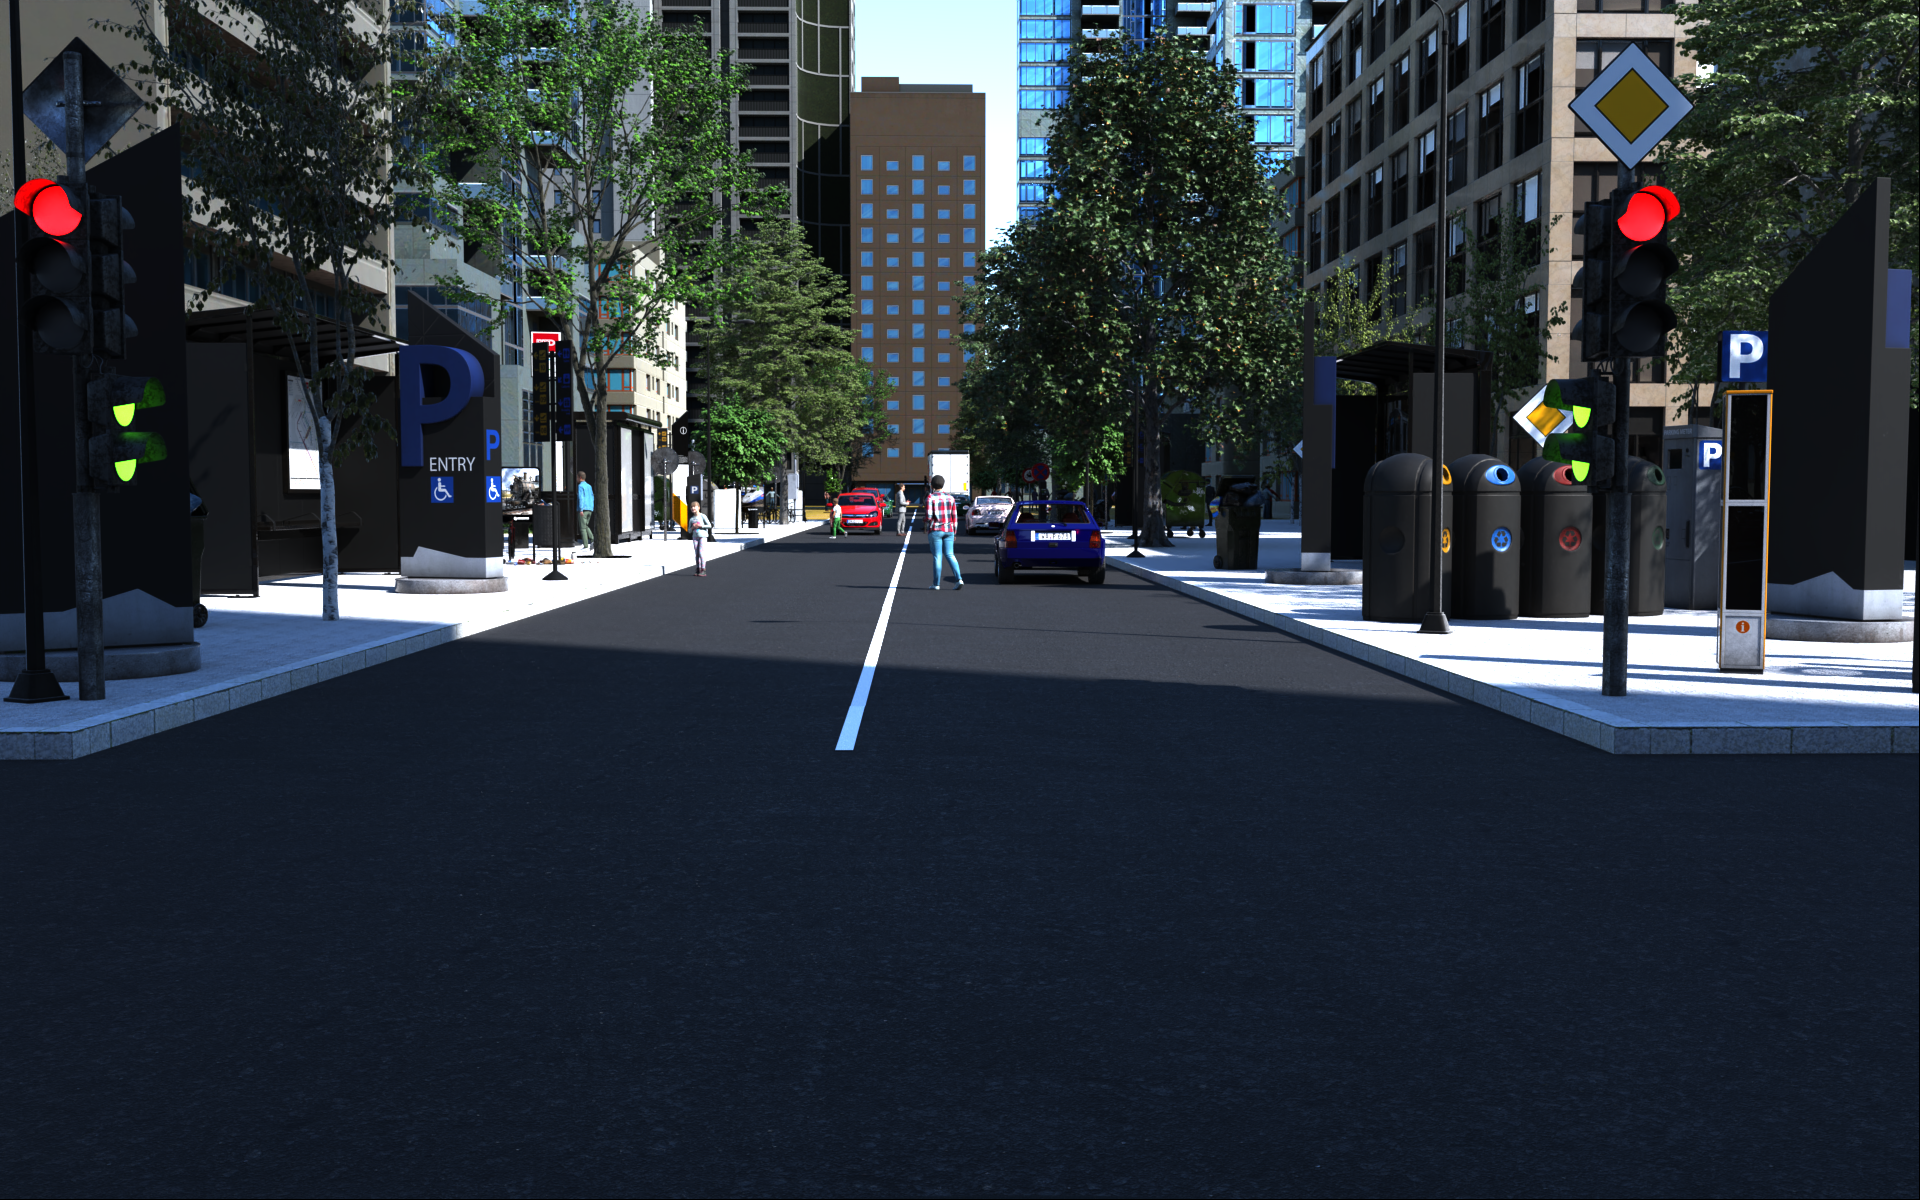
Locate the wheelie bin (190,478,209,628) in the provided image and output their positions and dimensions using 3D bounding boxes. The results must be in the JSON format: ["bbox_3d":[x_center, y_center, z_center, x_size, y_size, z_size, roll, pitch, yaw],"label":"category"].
[{"bbox_3d":[-7.622,-0.525,16.491,0.980,1.594,0.693,1,4,18],"label":"wheelie bin"}]

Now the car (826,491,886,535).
[{"bbox_3d":[-3.722,-3.256,62.281,2.155,1.783,4.494,0,4,-2],"label":"car"}]

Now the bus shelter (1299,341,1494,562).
[{"bbox_3d":[7.326,-2.349,29.685,1.731,3.624,6.357,0,4,-1],"label":"bus shelter"}]

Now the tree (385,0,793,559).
[{"bbox_3d":[-7.342,-6.644,34.382,9.928,11.665,9.643,0,3,0],"label":"tree"}]

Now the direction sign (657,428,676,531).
[{"bbox_3d":[-9.953,-4.132,59.551,0.876,3.537,0.379,-1,4,-16],"label":"direction sign"}]

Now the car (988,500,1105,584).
[{"bbox_3d":[1.459,-1.006,29.027,1.945,1.354,3.894,0,3,0],"label":"car"}]

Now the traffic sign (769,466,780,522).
[{"bbox_3d":[-8.475,-4.868,79.706,0.768,2.556,0.104,0,4,4],"label":"traffic sign"}]

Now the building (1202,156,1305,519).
[{"bbox_3d":[30.641,-15.818,103.658,27.650,21.520,28.899,0,4,-1],"label":"building"}]

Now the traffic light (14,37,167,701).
[{"bbox_3d":[-5.404,-1.332,10.701,0.839,4.253,0.868,0,4,-1],"label":"traffic light"}]

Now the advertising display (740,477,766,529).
[{"bbox_3d":[-7.702,-3.624,64.461,0.974,1.923,0.123,1,4,12],"label":"advertising display"}]

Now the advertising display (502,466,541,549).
[{"bbox_3d":[-10.317,-2.165,40.611,0.974,1.923,0.123,-2,4,-30],"label":"advertising display"}]

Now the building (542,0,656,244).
[{"bbox_3d":[-46.567,-39.757,192.026,28.212,58.520,21.231,0,4,-1],"label":"building"}]

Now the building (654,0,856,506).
[{"bbox_3d":[-22.151,-46.083,191.709,20.611,71.187,20.563,0,4,-1],"label":"building"}]

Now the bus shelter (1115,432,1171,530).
[{"bbox_3d":[6.578,-4.458,64.168,1.731,3.624,6.357,0,4,-1],"label":"bus shelter"}]

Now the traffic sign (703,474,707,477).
[{"bbox_3d":[-12.198,-4.854,81.499,0.606,2.300,0.079,0,4,7],"label":"traffic sign"}]

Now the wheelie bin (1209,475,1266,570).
[{"bbox_3d":[4.764,-1.322,29.516,0.980,1.594,0.693,-1,4,-17],"label":"wheelie bin"}]

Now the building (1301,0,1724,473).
[{"bbox_3d":[27.125,-16.212,69.585,19.350,26.468,34.151,0,4,-1],"label":"building"}]

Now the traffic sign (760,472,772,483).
[{"bbox_3d":[-9.726,-5.247,85.793,0.884,2.594,0.081,0,4,2],"label":"traffic sign"}]

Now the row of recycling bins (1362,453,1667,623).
[{"bbox_3d":[5.772,-0.670,18.060,3.534,1.692,1.069,-1,4,-20],"label":"row of recycling bins"}]

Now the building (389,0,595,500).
[{"bbox_3d":[-33.494,-48.103,99.158,22.319,86.520,31.000,0,4,-1],"label":"building"}]

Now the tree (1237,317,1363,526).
[{"bbox_3d":[13.877,-7.286,69.488,4.360,8.622,3.978,0,3,0],"label":"tree"}]

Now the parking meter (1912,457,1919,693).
[{"bbox_3d":[6.364,-0.334,11.177,0.399,1.863,0.255,-3,5,-44],"label":"parking meter"}]

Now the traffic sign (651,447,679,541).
[{"bbox_3d":[-7.974,-2.856,46.805,0.768,2.556,0.104,0,4,-1],"label":"traffic sign"}]

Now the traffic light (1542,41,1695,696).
[{"bbox_3d":[4.154,-1.346,10.932,0.839,4.253,0.868,0,4,-1],"label":"traffic light"}]

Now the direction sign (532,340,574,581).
[{"bbox_3d":[-6.045,-2.065,25.766,0.876,3.537,0.379,3,4,37],"label":"direction sign"}]

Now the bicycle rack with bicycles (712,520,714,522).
[{"bbox_3d":[-10.842,-4.044,79.508,2.852,0.926,2.925,-2,4,-29],"label":"bicycle rack with bicycles"}]

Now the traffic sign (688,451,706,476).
[{"bbox_3d":[-7.854,-3.112,50.994,0.768,2.556,0.104,0,4,4],"label":"traffic sign"}]

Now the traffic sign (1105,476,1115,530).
[{"bbox_3d":[5.295,-3.821,62.581,0.768,2.556,0.104,0,4,5],"label":"traffic sign"}]

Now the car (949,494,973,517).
[{"bbox_3d":[-0.232,-5.201,96.830,2.131,1.459,4.920,0,4,1],"label":"car"}]

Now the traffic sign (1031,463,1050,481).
[{"bbox_3d":[3.268,-4.293,70.304,0.768,2.556,0.104,0,4,1],"label":"traffic sign"}]

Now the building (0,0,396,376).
[{"bbox_3d":[-32.486,-26.444,56.054,21.300,48.544,21.600,0,4,-1],"label":"building"}]

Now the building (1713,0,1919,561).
[{"bbox_3d":[26.672,-10.134,33.143,16.811,18.784,16.820,0,4,-1],"label":"building"}]

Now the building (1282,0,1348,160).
[{"bbox_3d":[27.183,-50.081,131.497,22.319,86.520,31.000,0,4,-1],"label":"building"}]

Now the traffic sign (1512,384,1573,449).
[{"bbox_3d":[7.025,-1.286,20.759,0.795,2.593,0.064,0,4,5],"label":"traffic sign"}]

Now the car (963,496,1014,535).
[{"bbox_3d":[1.167,-3.024,61.799,2.083,1.381,4.827,0,4,-2],"label":"car"}]

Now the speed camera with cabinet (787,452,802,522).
[{"bbox_3d":[-7.624,-5.190,79.197,0.660,3.252,2.038,0,4,2],"label":"speed camera with cabinet"}]

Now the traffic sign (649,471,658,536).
[{"bbox_3d":[-9.476,-3.231,52.931,0.768,2.556,0.104,0,4,1],"label":"traffic sign"}]

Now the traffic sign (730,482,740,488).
[{"bbox_3d":[-11.098,-5.077,85.131,0.606,2.300,0.079,0,4,2],"label":"traffic sign"}]

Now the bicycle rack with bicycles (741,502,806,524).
[{"bbox_3d":[-8.006,-3.808,75.640,2.852,0.926,2.925,-2,4,-34],"label":"bicycle rack with bicycles"}]

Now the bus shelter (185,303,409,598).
[{"bbox_3d":[-9.276,-2.024,24.380,1.731,3.624,6.357,0,4,-1],"label":"bus shelter"}]

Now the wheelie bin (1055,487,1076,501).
[{"bbox_3d":[4.476,-4.019,73.616,0.980,1.594,0.693,2,4,24],"label":"wheelie bin"}]

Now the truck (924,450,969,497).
[{"bbox_3d":[-0.881,-7.806,116.537,2.839,4.237,11.283,0,4,-3],"label":"truck"}]

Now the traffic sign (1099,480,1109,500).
[{"bbox_3d":[6.975,-5.185,84.888,0.768,2.556,0.104,0,4,0],"label":"traffic sign"}]

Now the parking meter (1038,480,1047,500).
[{"bbox_3d":[3.320,-3.913,69.686,0.255,1.863,0.399,-1,4,-12],"label":"parking meter"}]

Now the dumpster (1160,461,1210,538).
[{"bbox_3d":[6.525,-2.986,51.308,1.502,2.255,1.985,0,4,-1],"label":"dumpster"}]

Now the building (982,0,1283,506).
[{"bbox_3d":[17.928,-53.881,193.628,31.000,86.520,22.319,0,4,-1],"label":"building"}]

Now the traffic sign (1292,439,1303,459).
[{"bbox_3d":[7.206,-2.182,35.402,0.795,2.593,0.064,0,4,7],"label":"traffic sign"}]

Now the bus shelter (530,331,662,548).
[{"bbox_3d":[-9.528,-4.142,45.354,2.179,5.291,8.768,0,4,-1],"label":"bus shelter"}]

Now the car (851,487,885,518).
[{"bbox_3d":[-5.479,-5.600,100.236,2.281,1.827,5.304,0,4,0],"label":"car"}]

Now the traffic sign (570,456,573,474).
[{"bbox_3d":[-11.658,-3.256,53.340,0.768,2.556,0.104,0,4,0],"label":"traffic sign"}]

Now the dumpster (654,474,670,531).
[{"bbox_3d":[-10.981,-3.612,61.542,1.502,2.255,1.985,0,4,-1],"label":"dumpster"}]

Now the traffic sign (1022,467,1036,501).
[{"bbox_3d":[3.341,-5.061,82.854,0.768,2.556,0.104,0,4,8],"label":"traffic sign"}]

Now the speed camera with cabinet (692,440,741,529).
[{"bbox_3d":[-9.029,-4.210,63.174,2.038,3.252,0.660,-1,4,-8],"label":"speed camera with cabinet"}]

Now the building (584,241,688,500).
[{"bbox_3d":[-37.361,-17.640,133.452,28.899,21.520,27.650,0,4,-1],"label":"building"}]

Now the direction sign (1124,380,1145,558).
[{"bbox_3d":[3.566,-2.631,35.016,0.379,3.537,0.876,0,4,5],"label":"direction sign"}]

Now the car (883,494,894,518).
[{"bbox_3d":[-5.089,-5.773,106.181,2.131,1.459,4.920,0,4,0],"label":"car"}]

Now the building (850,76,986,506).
[{"bbox_3d":[-4.556,-32.991,189.511,14.200,45.320,14.600,0,4,-1],"label":"building"}]

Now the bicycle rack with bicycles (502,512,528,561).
[{"bbox_3d":[-9.796,-1.280,34.307,2.852,0.926,2.925,0,4,-5],"label":"bicycle rack with bicycles"}]

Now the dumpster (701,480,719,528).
[{"bbox_3d":[-9.854,-3.662,65.636,1.264,1.857,1.865,0,4,-1],"label":"dumpster"}]

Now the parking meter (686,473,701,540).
[{"bbox_3d":[-7.427,-2.601,48.245,0.399,1.863,0.255,-1,4,-17],"label":"parking meter"}]
